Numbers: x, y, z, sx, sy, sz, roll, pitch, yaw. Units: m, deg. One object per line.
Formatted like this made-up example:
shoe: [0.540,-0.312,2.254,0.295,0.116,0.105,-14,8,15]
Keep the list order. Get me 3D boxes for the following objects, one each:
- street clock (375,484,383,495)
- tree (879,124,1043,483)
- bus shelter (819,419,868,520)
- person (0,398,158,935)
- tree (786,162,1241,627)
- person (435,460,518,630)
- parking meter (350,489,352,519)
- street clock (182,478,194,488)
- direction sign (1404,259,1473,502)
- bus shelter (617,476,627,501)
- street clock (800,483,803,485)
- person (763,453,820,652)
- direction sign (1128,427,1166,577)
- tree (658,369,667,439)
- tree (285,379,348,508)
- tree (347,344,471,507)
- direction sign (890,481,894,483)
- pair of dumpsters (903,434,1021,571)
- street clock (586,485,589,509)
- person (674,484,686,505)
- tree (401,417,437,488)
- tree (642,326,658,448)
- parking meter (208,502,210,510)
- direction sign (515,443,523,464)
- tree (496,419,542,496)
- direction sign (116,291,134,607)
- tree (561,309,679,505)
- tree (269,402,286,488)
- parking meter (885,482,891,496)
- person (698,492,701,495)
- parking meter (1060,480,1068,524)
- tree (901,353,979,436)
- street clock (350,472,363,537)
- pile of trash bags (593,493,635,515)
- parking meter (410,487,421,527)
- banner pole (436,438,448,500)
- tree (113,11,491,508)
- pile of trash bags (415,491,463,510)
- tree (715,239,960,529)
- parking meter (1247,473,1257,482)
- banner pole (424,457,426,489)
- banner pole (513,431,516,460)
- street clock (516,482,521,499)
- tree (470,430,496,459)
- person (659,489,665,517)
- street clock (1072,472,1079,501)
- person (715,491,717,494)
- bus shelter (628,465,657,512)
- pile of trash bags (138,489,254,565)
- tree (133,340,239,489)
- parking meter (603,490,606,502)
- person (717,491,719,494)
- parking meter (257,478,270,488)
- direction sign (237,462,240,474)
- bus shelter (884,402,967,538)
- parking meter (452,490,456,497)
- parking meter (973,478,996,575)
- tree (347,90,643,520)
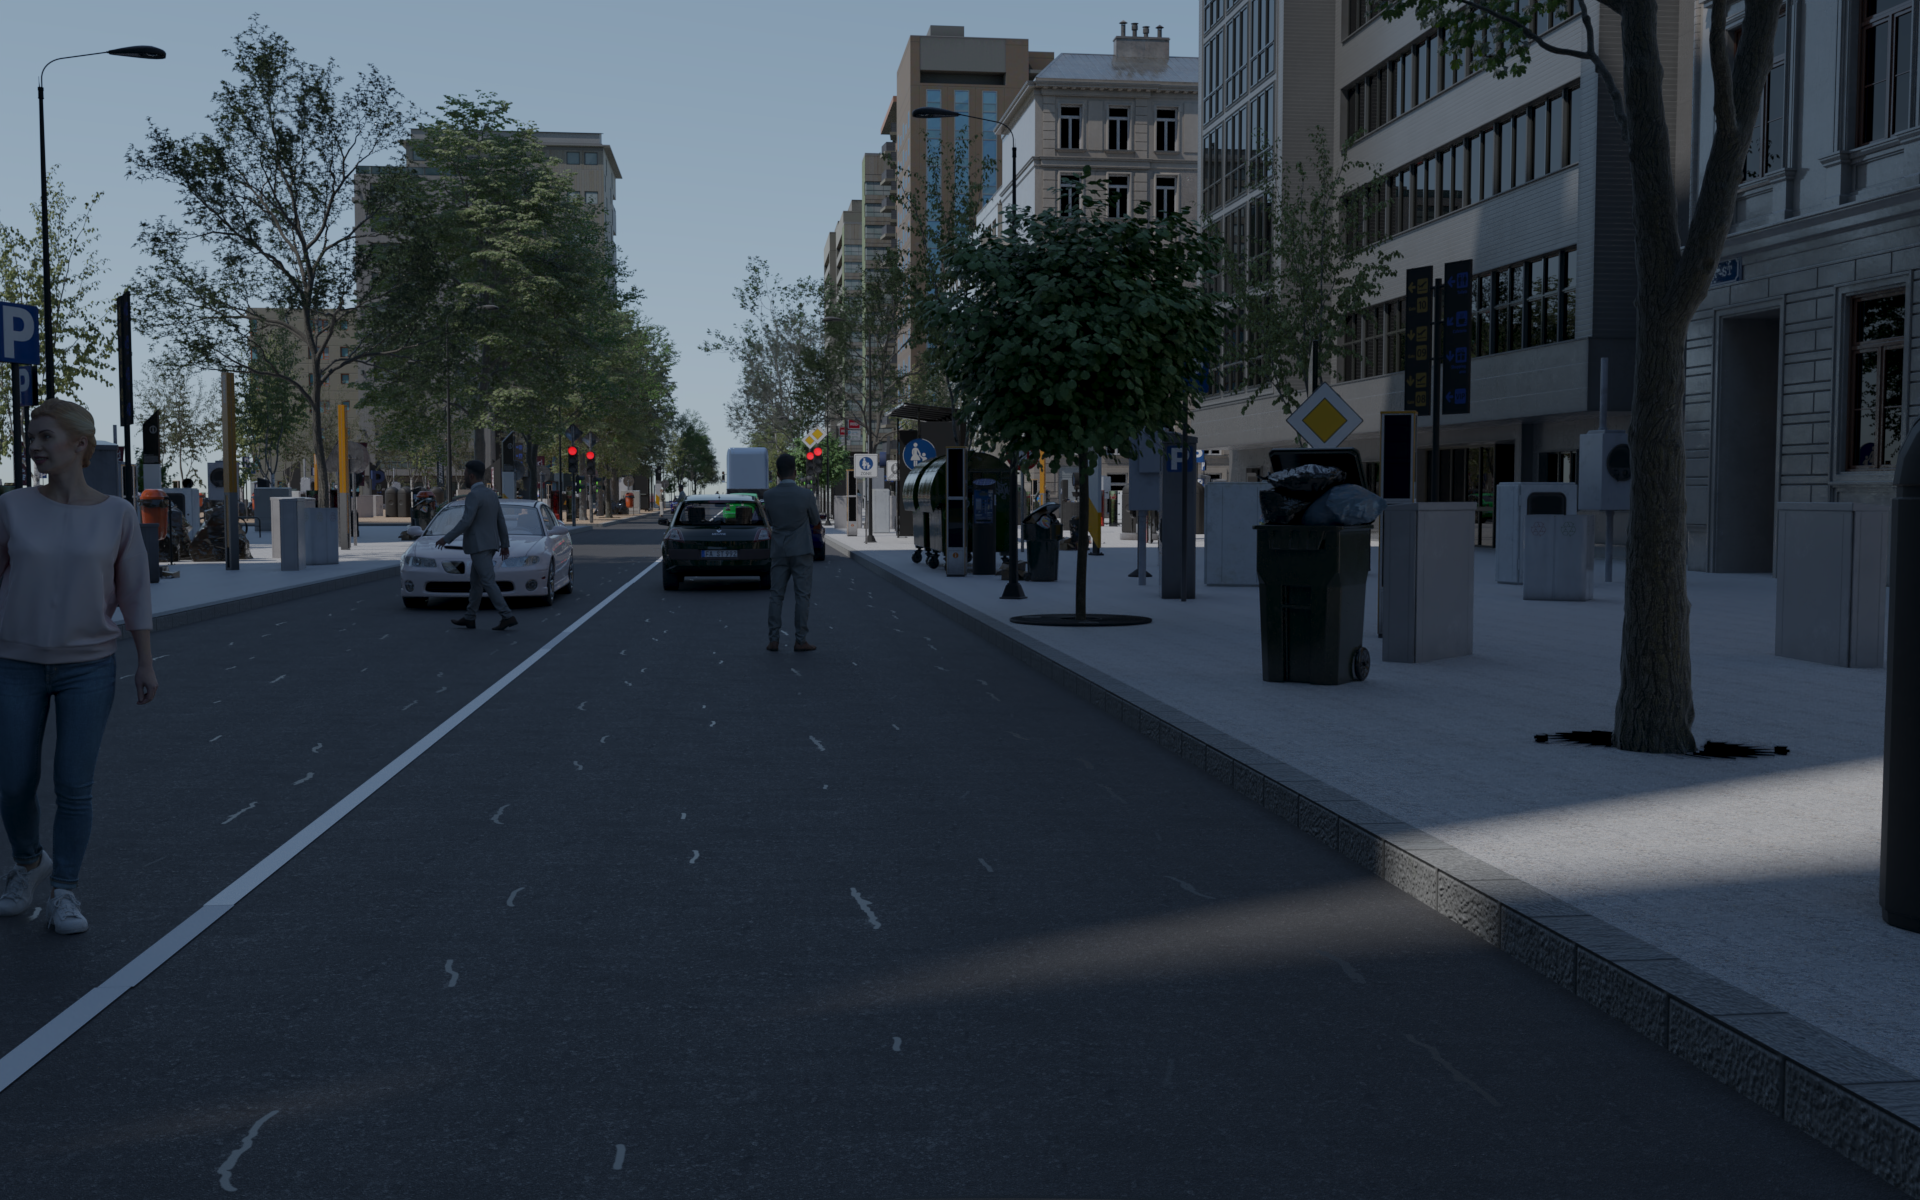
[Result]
street clock: [-42.205,-7.416,125.827,0.471,2.002,0.358,1,4,12]
tree: [0.184,-5.166,34.822,4.737,8.622,4.395,0,3,0]
bus shelter: [-6.040,-6.863,89.836,2.179,5.291,8.768,0,4,-7]
person: [-3.091,0.209,5.756,0.731,1.740,0.598,-2,4,-30]
tree: [1.152,-2.051,17.243,4.285,4.588,4.351,0,3,0]
person: [-5.061,-0.583,18.313,0.850,1.792,0.678,1,4,12]
parking meter: [-21.868,-3.421,61.647,0.399,1.863,0.255,-1,4,-17]
street clock: [-34.890,-4.509,78.288,0.471,2.002,0.358,-2,4,-32]
direction sign: [4.712,-1.538,17.151,0.379,3.537,0.876,-2,4,-29]
bus shelter: [-27.085,-9.034,141.625,2.014,3.302,5.546,0,4,-7]
street clock: [-8.502,-5.389,92.675,0.358,2.002,0.471,1,4,12]
person: [-1.542,-0.443,15.917,0.511,1.800,0.466,0,4,-1]
direction sign: [2.795,-2.126,26.759,0.876,3.537,0.379,-2,4,-26]
tree: [-20.583,-11.174,100.818,7.486,12.596,7.792,0,3,0]
tree: [-39.673,-9.724,109.357,4.360,8.622,3.978,0,3,0]
tree: [-25.908,-8.028,81.613,4.360,8.622,3.978,0,3,0]
direction sign: [-5.150,-8.037,123.395,0.876,3.537,0.379,0,4,1]
pair of dumpsters: [-0.009,-1.687,30.080,1.574,2.255,4.437,0,4,-7]
street clock: [-31.258,-8.608,145.309,0.358,2.002,0.471,2,4,31]
person: [-10.737,-3.533,66.453,0.466,1.800,0.511,-1,4,-11]
tree: [-44.599,-11.840,143.947,4.737,8.622,4.395,0,3,0]
tree: [-18.797,-10.154,84.147,7.486,12.596,7.792,0,3,0]
parking meter: [-45.132,-5.872,104.419,0.372,1.533,0.369,0,3,0]
direction sign: [-19.695,-5.164,76.423,0.876,3.537,0.379,0,4,3]
tree: [-36.990,-11.937,145.531,4.360,8.622,3.978,0,3,0]
direction sign: [-9.485,-1.697,19.738,0.379,3.537,0.876,-2,4,-33]
tree: [-22.336,-12.546,111.782,9.857,13.997,8.962,0,3,0]
tree: [-46.224,-10.353,119.641,4.360,8.622,3.978,0,3,0]
parking meter: [-3.320,-4.416,77.918,0.399,1.863,0.255,-1,4,-17]
person: [-31.921,-12.475,212.989,1.217,1.766,0.721,3,5,41]
parking meter: [4.257,-3.975,70.704,0.255,1.863,0.399,-1,4,-9]
tree: [-1.042,-8.741,93.271,4.360,8.622,3.978,0,3,0]
street clock: [-18.147,-2.895,51.896,0.471,2.002,0.358,0,4,6]
pile of trash bags: [-20.999,-5.899,106.196,1.912,1.369,3.447,-3,5,-44]
parking meter: [-18.826,-3.153,59.957,0.372,1.533,0.369,0,3,0]
banner pole: [-23.061,-5.339,77.307,0.401,3.779,0.863,2,4,28]
tree: [-13.040,-6.120,34.468,7.601,10.594,8.767,-1,4,-20]
pile of trash bags: [-15.409,-2.662,53.269,1.912,1.369,3.447,2,4,25]
tree: [-3.125,-7.893,63.467,7.601,10.594,8.767,2,4,31]
parking meter: [8.013,-2.561,47.590,0.255,1.863,0.399,0,4,2]
banner pole: [-33.485,-7.246,108.489,0.401,3.779,0.863,-1,4,-20]
banner pole: [-17.662,-4.799,68.478,0.401,3.779,0.863,0,4,1]
street clock: [-26.916,-6.147,105.069,0.471,2.002,0.358,-3,5,-40]
tree: [-34.583,-10.338,119.393,4.360,8.622,3.978,0,3,0]
person: [-18.596,-6.062,108.166,0.362,1.759,0.519,-1,4,-16]
street clock: [3.886,-3.253,57.750,0.358,2.002,0.471,-1,4,-9]
person: [-36.145,-15.231,257.401,0.709,1.838,0.599,-1,4,-18]
bus shelter: [-23.621,-9.154,127.305,2.179,5.291,8.768,0,4,-7]
pile of trash bags: [-14.695,-1.405,32.728,1.912,1.369,3.447,0,4,-7]
tree: [-37.417,-8.164,83.848,4.360,8.622,3.978,0,3,0]
parking meter: [-24.285,-6.754,118.833,0.372,1.533,0.369,0,3,0]
person: [-29.272,-12.278,209.275,0.705,1.821,1.348,-3,5,-39]
parking meter: [-24.812,-3.429,61.768,0.399,1.863,0.255,0,4,4]
direction sign: [-50.317,-7.833,120.073,0.876,3.537,0.379,1,4,14]
bus shelter: [-0.964,-3.445,47.615,1.731,3.624,6.357,0,4,-7]
parking meter: [-34.259,-6.643,117.026,0.372,1.533,0.369,0,3,0]
parking meter: [0.385,-1.168,27.506,0.372,1.533,0.369,0,3,0]
tree: [-13.318,-8.024,49.320,7.486,12.596,7.792,0,3,0]
